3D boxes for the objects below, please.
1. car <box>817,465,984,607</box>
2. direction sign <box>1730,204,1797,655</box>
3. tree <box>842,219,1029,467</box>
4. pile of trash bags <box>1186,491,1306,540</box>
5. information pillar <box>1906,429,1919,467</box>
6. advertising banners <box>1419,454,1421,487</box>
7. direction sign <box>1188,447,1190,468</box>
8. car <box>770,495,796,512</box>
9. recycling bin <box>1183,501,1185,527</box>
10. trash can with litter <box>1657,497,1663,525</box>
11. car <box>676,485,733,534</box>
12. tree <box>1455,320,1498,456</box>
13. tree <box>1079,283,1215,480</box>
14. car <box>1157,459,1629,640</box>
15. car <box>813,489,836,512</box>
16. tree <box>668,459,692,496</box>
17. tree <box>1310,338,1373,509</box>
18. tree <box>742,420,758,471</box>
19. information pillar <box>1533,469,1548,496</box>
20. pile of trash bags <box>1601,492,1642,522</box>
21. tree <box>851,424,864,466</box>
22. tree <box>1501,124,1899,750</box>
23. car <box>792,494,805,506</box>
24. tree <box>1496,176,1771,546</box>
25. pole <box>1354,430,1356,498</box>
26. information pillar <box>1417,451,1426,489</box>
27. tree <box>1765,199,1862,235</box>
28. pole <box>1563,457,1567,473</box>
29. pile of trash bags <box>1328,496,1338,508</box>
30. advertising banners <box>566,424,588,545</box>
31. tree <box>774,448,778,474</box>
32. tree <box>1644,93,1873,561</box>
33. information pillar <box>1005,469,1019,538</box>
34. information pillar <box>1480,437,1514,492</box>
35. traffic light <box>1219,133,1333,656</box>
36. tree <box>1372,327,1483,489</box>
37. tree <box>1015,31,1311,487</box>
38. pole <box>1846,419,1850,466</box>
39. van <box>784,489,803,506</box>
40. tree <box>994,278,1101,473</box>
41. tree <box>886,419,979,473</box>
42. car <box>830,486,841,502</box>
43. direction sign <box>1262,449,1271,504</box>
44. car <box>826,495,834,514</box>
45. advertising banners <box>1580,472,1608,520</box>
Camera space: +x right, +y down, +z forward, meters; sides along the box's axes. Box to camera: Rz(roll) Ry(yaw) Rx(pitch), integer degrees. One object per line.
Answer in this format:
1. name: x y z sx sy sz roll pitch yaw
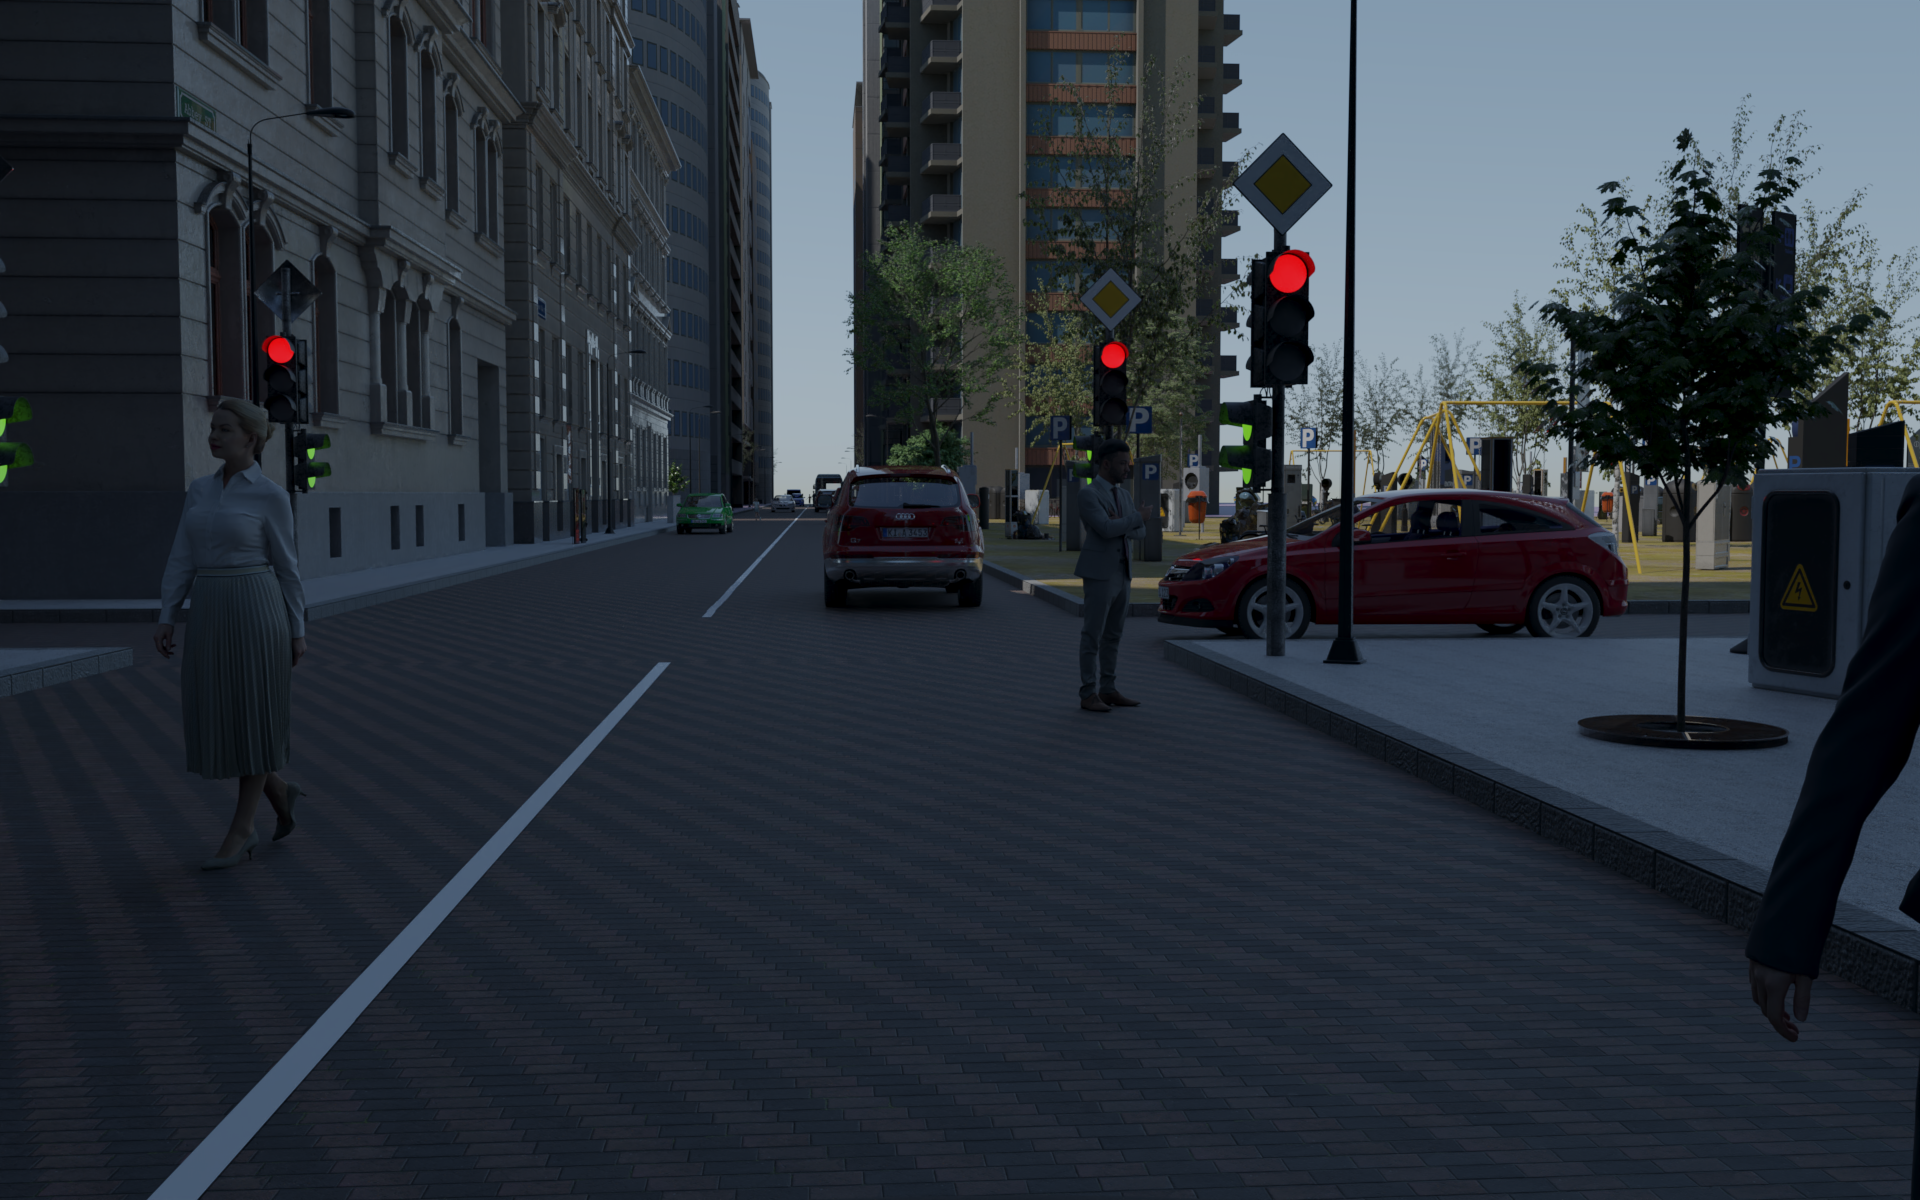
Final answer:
1. car: -0.819 -0.910 23.560 2.281 1.827 5.304 0 4 -3
2. direction sign: 6.418 -1.338 13.869 0.876 3.537 0.379 -3 4 -38
3. tree: -0.968 -8.607 66.473 9.928 11.665 9.643 0 3 0
4. pile of trash bags: 8.106 -2.406 49.097 3.447 1.369 1.912 0 4 -6
5. information pillar: 34.140 -4.324 62.058 0.504 3.616 0.183 0 4 -8
6. advertising banners: 18.516 -4.478 69.406 0.090 3.025 2.074 1 4 21
7. direction sign: 10.966 -5.572 83.104 0.379 3.537 0.876 0 4 3
8. car: -14.017 -7.644 137.339 2.083 1.381 4.827 0 4 -5
9. recycling bin: 8.156 -3.304 66.581 0.722 1.027 0.722 -3 5 -41
10. trash can with litter: 29.307 -3.741 72.548 0.624 1.170 1.055 3 5 43
11. car: -9.324 -3.339 63.391 1.959 1.807 4.718 0 4 -3
12. tree: 20.833 -6.881 62.865 4.737 8.622 4.395 0 3 0
13. tree: 10.160 -10.731 93.581 7.486 12.596 7.792 0 3 0
14. car: 4.172 -0.484 16.950 4.494 1.783 2.155 0 4 -3
15. car: -10.479 -7.859 137.163 2.281 1.827 5.304 0 4 -6
16. tree: -15.549 -6.141 95.007 1.663 3.219 1.824 0 3 0
17. tree: 17.041 -8.043 81.861 4.360 8.622 3.978 0 3 0
18. tree: -22.069 -13.481 170.775 4.360 8.622 3.978 0 3 0
19. information pillar: 17.257 -2.876 51.517 0.304 2.012 0.304 -3 4 -38
20. pile of trash bags: 30.589 -4.161 77.789 3.447 1.369 1.912 2 4 25
21. tree: -9.335 -14.059 180.231 4.360 8.622 3.978 0 3 0
22. tree: 3.842 -0.894 9.223 1.663 3.219 1.824 0 3 0
23. car: -18.967 -11.744 201.604 1.945 1.707 3.694 0 4 -6
24. tree: 15.901 -5.555 41.188 4.737 8.622 4.395 0 3 0
25. pole: 12.576 -3.772 55.523 0.158 3.312 0.155 0 3 0
26. information pillar: 25.295 -6.342 95.038 0.504 3.616 0.183 0 4 5
27. tree: 20.564 -5.637 42.524 4.737 8.622 4.395 0 3 0
28. pole: 33.440 -6.235 95.778 0.158 3.312 0.155 0 3 0
29. pile of trash bags: 21.357 -5.145 93.868 3.447 1.369 1.912 1 4 12
30. advertising banners: -9.850 -2.953 44.468 0.090 3.025 2.074 0 4 1
31. tree: -28.508 -18.640 255.121 4.360 8.622 3.978 0 3 0
32. tree: 14.876 -5.050 32.931 4.360 8.622 3.978 0 3 0
33. information pillar: 1.530 -2.851 51.099 0.304 2.012 0.304 -2 4 -31
34. information pillar: 6.903 -1.090 22.314 0.304 2.012 0.304 -1 4 -9
35. traffic light: 2.490 -1.513 13.652 0.839 4.253 0.868 0 4 -5
36. tree: 21.266 -7.732 76.780 4.360 8.622 3.978 0 3 0
37. tree: 2.793 -4.794 28.739 4.360 8.622 3.978 0 3 0
38. pole: 23.934 -3.242 46.846 0.158 3.312 0.155 0 3 0
39. van: -19.868 -12.396 207.060 2.240 2.365 5.245 0 4 -6
40. tree: 3.516 -6.587 58.056 4.737 8.622 4.395 0 3 0
41. tree: -0.897 -5.595 75.191 4.285 4.588 4.351 0 3 0
42. car: -5.129 -4.502 82.283 2.281 1.827 5.304 0 4 -5
43. direction sign: 15.298 -5.832 87.353 0.379 3.537 0.876 -3 5 -45
44. car: -7.970 -6.302 115.399 2.083 1.381 4.827 0 4 -5
45. advertising banners: 31.542 -5.531 86.626 2.074 3.025 0.090 -1 4 -15
